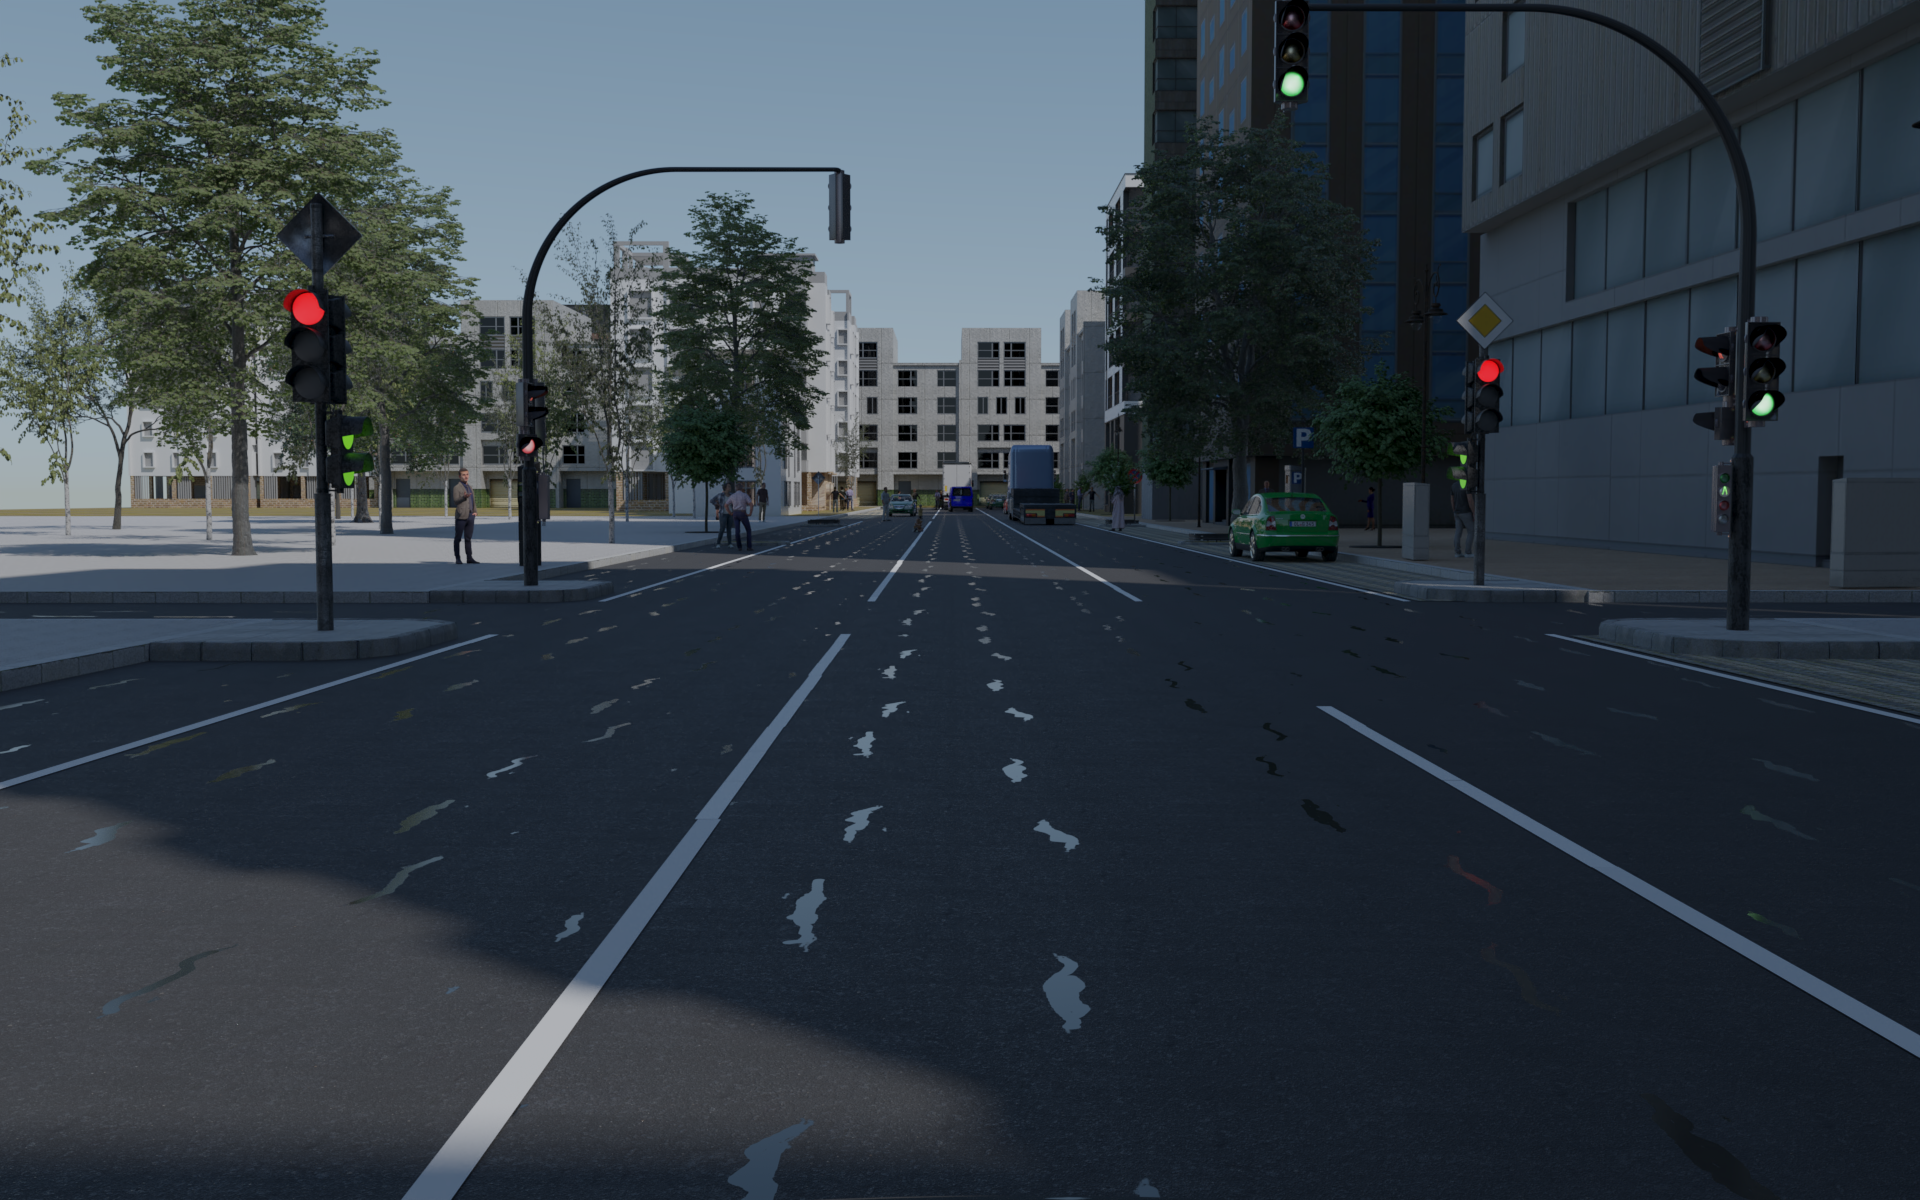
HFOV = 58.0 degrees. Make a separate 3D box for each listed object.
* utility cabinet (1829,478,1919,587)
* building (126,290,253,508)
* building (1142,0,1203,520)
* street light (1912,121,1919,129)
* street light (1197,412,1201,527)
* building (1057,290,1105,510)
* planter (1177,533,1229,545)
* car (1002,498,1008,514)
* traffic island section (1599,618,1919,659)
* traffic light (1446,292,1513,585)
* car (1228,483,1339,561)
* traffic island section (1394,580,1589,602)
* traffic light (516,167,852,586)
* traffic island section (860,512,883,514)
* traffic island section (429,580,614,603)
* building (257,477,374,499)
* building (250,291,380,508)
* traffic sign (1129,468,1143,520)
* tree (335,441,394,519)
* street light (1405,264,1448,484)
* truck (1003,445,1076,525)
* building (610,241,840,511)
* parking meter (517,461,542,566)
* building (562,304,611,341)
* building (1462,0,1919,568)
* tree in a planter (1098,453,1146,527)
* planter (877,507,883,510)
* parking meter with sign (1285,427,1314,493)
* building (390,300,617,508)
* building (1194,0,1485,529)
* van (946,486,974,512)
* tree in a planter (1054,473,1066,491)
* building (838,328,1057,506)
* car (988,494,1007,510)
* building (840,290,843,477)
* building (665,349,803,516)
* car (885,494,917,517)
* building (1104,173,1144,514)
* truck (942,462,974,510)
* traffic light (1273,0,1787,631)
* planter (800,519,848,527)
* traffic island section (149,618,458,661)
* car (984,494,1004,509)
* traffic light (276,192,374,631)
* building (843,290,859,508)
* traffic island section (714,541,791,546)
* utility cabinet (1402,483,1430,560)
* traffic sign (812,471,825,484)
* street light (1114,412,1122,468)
[{"bbox_3d":[12.490,-0.913,23.605,1.173,1.500,0.318,-1,4,-9],"label":"utility cabinet"},{"bbox_3d":[-70.733,-18.942,166.127,11.380,20.091,16.016,0,4,0],"label":"building"},{"bbox_3d":[16.561,-19.609,92.306,14.160,30.474,14.107,0,4,0],"label":"building"},{"bbox_3d":[9.345,-2.638,15.920,0.468,5.910,1.993,0,4,0],"label":"street light"},{"bbox_3d":[9.212,-5.736,66.578,0.468,5.910,1.993,0,4,0],"label":"street light"},{"bbox_3d":[18.470,-17.890,158.954,16.747,18.905,31.486,0,4,0],"label":"building"},{"bbox_3d":[7.195,-1.706,49.032,1.991,0.319,1.994,0,4,0],"label":"planter"},{"bbox_3d":[4.054,-6.989,123.309,2.155,1.783,4.494,0,4,-1],"label":"car"},{"bbox_3d":[7.363,0.360,16.389,2.009,0.180,2.903,0,4,0],"label":"traffic island section"},{"bbox_3d":[7.283,-2.161,24.259,0.839,4.253,0.868,0,4,0],"label":"traffic light"},{"bbox_3d":[7.044,-1.784,37.962,1.959,1.807,4.718,0,4,-1],"label":"car"},{"bbox_3d":[7.324,-0.128,24.374,2.009,0.180,2.903,0,4,0],"label":"traffic island section"},{"bbox_3d":[-3.906,-3.031,24.223,4.771,5.953,1.251,0,4,0],"label":"traffic light"},{"bbox_3d":[-6.229,-6.315,126.119,1.991,0.108,1.994,0,4,0],"label":"traffic island section"},{"bbox_3d":[-6.038,-0.124,24.312,2.009,0.180,2.903,0,4,0],"label":"traffic island section"},{"bbox_3d":[-63.970,-19.908,191.957,31.486,18.905,16.747,0,4,0],"label":"building"},{"bbox_3d":[-59.359,-19.020,167.391,11.380,20.091,16.016,0,4,0],"label":"building"},{"bbox_3d":[8.692,-5.262,86.134,0.768,2.556,0.104,0,4,4],"label":"traffic sign"},{"bbox_3d":[-31.830,-9.445,88.833,8.767,10.594,7.601,0,4,6],"label":"tree"},{"bbox_3d":[9.358,-3.800,34.910,0.468,5.910,1.993,0,4,0],"label":"street light"},{"bbox_3d":[4.013,-6.059,88.828,2.967,4.110,18.799,0,4,-1],"label":"truck"},{"bbox_3d":[-17.931,-16.984,134.113,16.016,20.091,11.380,0,4,0],"label":"building"},{"bbox_3d":[-7.683,-1.540,30.898,0.255,1.863,0.399,1,4,22],"label":"parking meter"},{"bbox_3d":[-31.930,-21.607,197.250,32.646,21.610,27.936,0,4,0],"label":"building"},{"bbox_3d":[27.166,-27.234,34.512,27.495,52.752,28.713,0,4,0],"label":"building"},{"bbox_3d":[7.066,-4.811,75.886,1.991,3.239,1.994,0,4,0],"label":"tree in a planter"},{"bbox_3d":[-6.366,-8.124,153.974,1.991,0.319,1.994,0,4,0],"label":"planter"},{"bbox_3d":[8.941,-3.048,46.100,0.543,3.016,1.738,0,4,-1],"label":"parking meter with sign"},{"bbox_3d":[-37.050,-18.346,166.420,31.486,18.905,16.747,0,4,0],"label":"building"},{"bbox_3d":[17.468,-25.666,69.745,14.600,45.320,14.200,0,4,0],"label":"building"},{"bbox_3d":[0.047,-8.300,140.081,2.240,2.365,5.245,0,4,-2],"label":"van"},{"bbox_3d":[6.814,-7.891,126.242,1.991,3.239,1.994,0,4,0],"label":"tree in a planter"},{"bbox_3d":[0.159,-19.954,192.698,31.486,18.905,16.747,0,4,0],"label":"building"},{"bbox_3d":[3.590,-8.966,158.386,2.131,1.459,4.920,0,4,0],"label":"car"},{"bbox_3d":[-18.467,-17.679,145.469,16.016,20.091,11.380,0,4,0],"label":"building"},{"bbox_3d":[-14.905,-10.539,114.464,9.099,9.664,28.070,0,4,0],"label":"building"},{"bbox_3d":[-3.801,-6.109,111.684,2.131,1.459,4.920,0,4,1],"label":"car"},{"bbox_3d":[24.334,-17.304,126.893,27.936,21.610,32.646,0,4,0],"label":"building"},{"bbox_3d":[-0.208,-10.220,156.016,2.839,4.237,11.283,0,4,1],"label":"truck"},{"bbox_3d":[5.232,-2.535,16.123,4.771,5.953,1.251,0,4,0],"label":"traffic light"},{"bbox_3d":[-5.986,-3.392,76.598,1.991,0.319,1.994,0,4,0],"label":"planter"},{"bbox_3d":[-5.998,0.364,16.327,2.009,0.180,2.903,0,4,0],"label":"traffic island section"},{"bbox_3d":[3.452,-9.659,169.719,2.131,1.459,4.920,0,4,0],"label":"car"},{"bbox_3d":[-5.958,-1.668,16.193,0.839,4.253,0.868,0,4,0],"label":"traffic light"},{"bbox_3d":[-15.620,-18.991,166.925,11.380,20.091,16.016,0,4,0],"label":"building"},{"bbox_3d":[-5.830,-1.596,48.964,1.991,0.108,1.994,0,4,0],"label":"traffic island section"},{"bbox_3d":[8.889,-1.532,33.734,0.318,1.500,1.173,0,4,4],"label":"utility cabinet"},{"bbox_3d":[-8.106,-6.079,99.120,0.795,2.593,0.064,1,4,9],"label":"traffic sign"},{"bbox_3d":[8.967,-7.673,98.246,0.468,5.910,1.993,0,4,0],"label":"street light"}]
